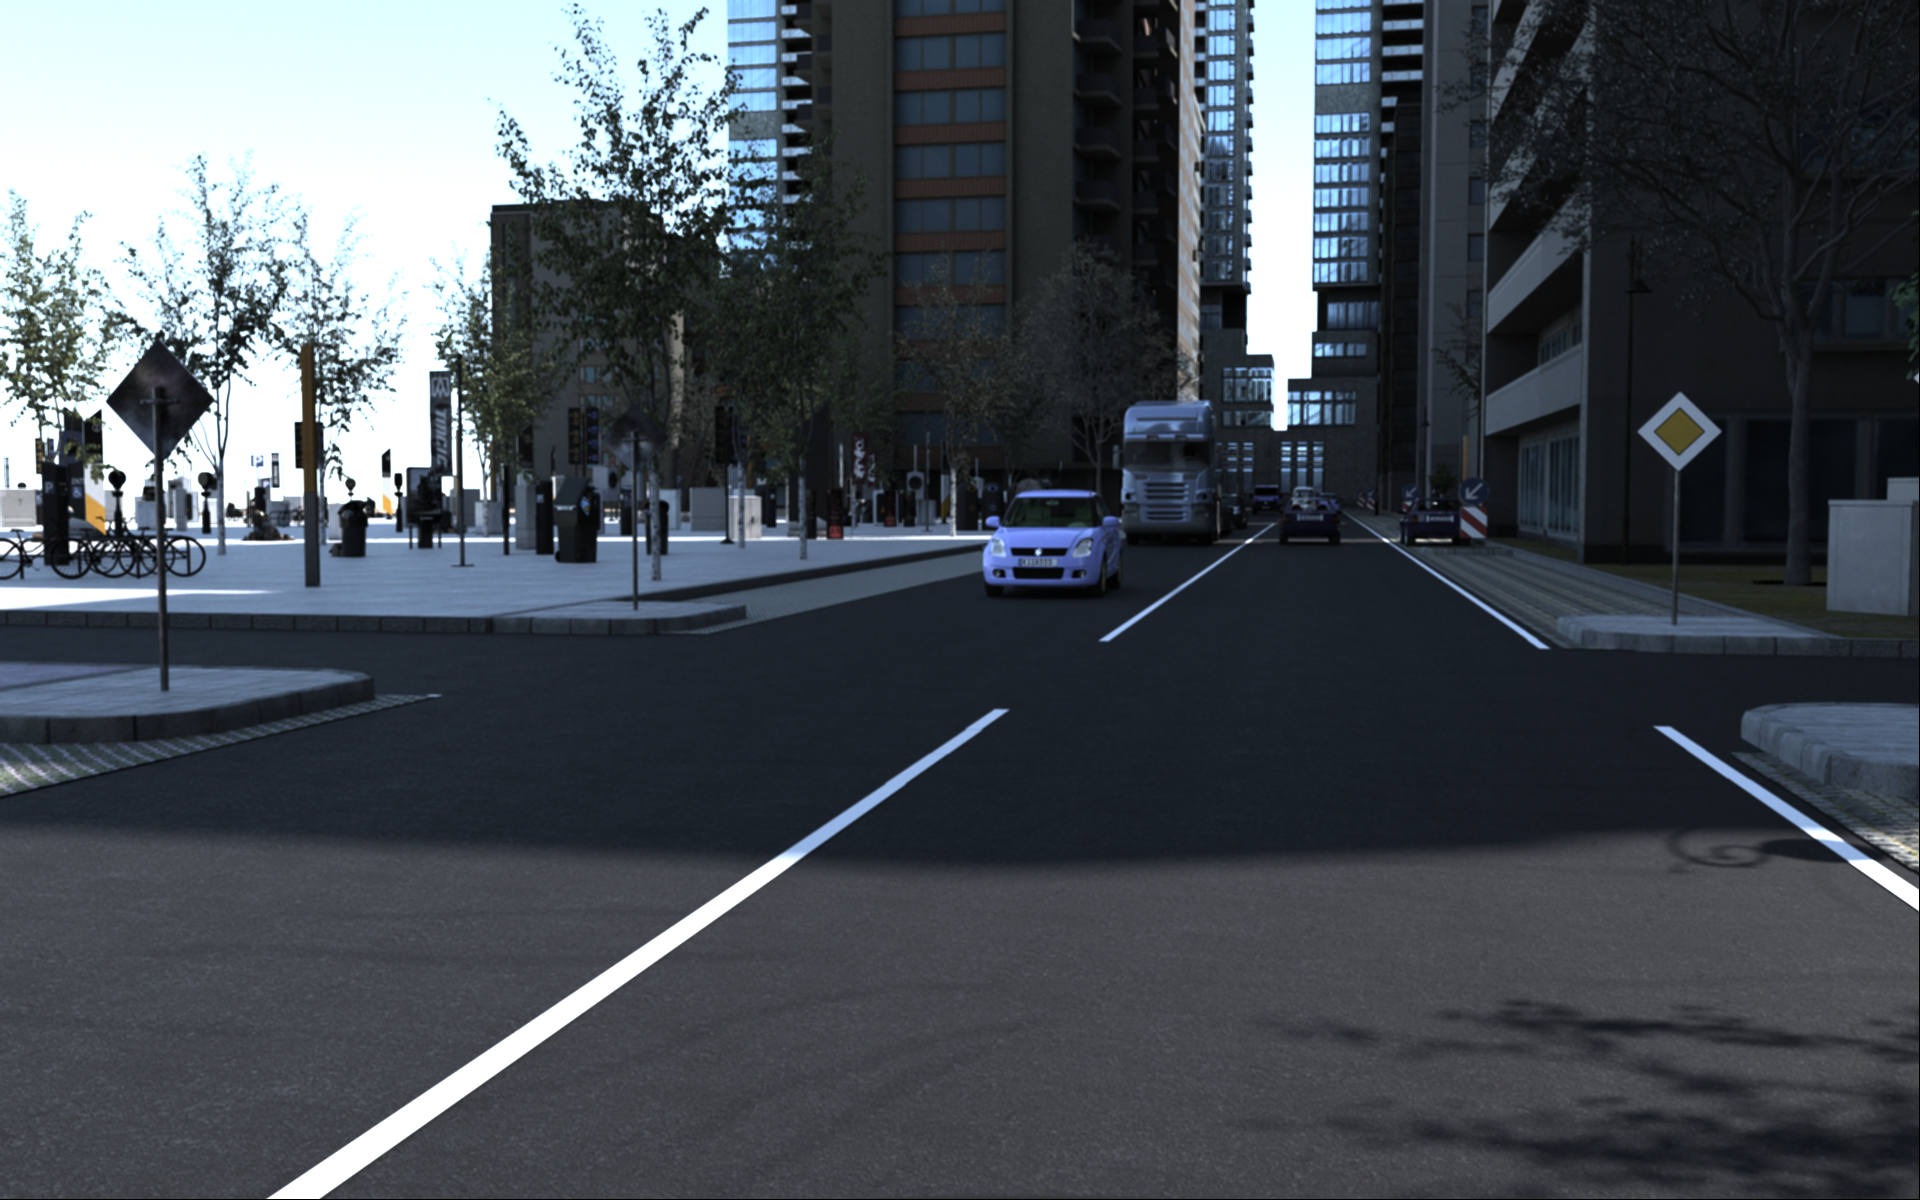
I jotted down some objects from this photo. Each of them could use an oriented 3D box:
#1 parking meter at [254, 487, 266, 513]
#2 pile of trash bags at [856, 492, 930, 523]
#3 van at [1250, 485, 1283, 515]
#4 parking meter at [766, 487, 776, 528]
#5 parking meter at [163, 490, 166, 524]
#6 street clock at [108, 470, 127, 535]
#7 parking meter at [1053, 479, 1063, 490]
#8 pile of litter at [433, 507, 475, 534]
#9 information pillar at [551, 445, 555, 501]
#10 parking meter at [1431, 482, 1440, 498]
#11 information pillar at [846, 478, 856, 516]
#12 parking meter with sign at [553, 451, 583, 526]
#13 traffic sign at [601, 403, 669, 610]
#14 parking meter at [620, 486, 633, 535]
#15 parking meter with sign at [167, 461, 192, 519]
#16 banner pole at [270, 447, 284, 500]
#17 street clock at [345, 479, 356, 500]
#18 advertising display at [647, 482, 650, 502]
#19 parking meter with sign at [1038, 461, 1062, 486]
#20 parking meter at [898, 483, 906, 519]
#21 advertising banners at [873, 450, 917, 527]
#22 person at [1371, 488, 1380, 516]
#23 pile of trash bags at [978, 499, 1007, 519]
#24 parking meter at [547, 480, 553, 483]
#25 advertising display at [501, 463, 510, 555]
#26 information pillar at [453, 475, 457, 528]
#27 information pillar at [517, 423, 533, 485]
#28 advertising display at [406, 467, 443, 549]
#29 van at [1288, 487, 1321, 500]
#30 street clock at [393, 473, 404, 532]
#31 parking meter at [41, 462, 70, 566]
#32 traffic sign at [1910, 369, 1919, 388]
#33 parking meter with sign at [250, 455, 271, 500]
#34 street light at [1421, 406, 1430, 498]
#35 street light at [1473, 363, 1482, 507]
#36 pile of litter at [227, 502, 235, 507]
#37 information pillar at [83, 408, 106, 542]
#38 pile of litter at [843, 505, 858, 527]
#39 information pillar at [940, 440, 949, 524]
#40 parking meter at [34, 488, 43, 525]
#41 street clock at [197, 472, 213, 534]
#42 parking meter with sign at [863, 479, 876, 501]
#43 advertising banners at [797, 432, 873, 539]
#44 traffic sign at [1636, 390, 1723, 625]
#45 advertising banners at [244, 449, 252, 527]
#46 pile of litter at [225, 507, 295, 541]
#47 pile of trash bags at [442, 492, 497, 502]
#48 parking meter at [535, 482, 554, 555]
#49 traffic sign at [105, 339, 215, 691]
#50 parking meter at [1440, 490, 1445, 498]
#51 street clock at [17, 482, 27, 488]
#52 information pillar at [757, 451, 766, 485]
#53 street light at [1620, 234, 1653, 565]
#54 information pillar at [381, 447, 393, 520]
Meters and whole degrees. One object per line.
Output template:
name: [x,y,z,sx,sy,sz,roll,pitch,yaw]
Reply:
parking meter: [-34.885,-4.761,86.249,0.372,1.533,0.369,0,3,0]
pile of trash bags: [-3.047,-4.134,77.342,3.447,1.369,1.912,-1,4,-12]
van: [21.384,-7.117,120.741,2.240,2.365,5.245,1,4,11]
parking meter: [-7.239,-3.549,66.431,0.372,1.533,0.369,0,3,0]
parking meter: [-33.909,-3.982,73.516,0.372,1.533,0.369,0,3,0]
street clock: [-25.521,-2.931,52.491,0.358,2.002,0.471,3,4,37]
parking meter: [3.724,-3.676,65.820,0.255,1.863,0.399,2,4,25]
pile of litter: [-16.638,-2.607,56.583,1.719,0.858,1.176,-3,4,-37]
information pillar: [-19.204,-5.531,81.783,0.183,3.616,0.504,0,4,-2]
parking meter: [23.302,-4.839,84.832,0.255,1.863,0.399,-2,4,-24]
information pillar: [-4.968,-4.556,78.985,0.304,2.012,0.304,-3,5,-43]
parking meter with sign: [-16.078,-4.538,70.451,1.738,3.016,0.543,3,5,42]
traffic sign: [-3.582,-0.944,19.079,0.795,2.450,0.064,1,4,12]
parking meter: [-10.365,-2.777,53.818,0.372,1.533,0.369,0,3,0]
parking meter with sign: [-41.006,-5.757,90.380,1.738,3.016,0.543,-2,4,-30]
banner pole: [-36.055,-6.217,91.667,0.401,3.779,0.863,3,5,44]
street clock: [-28.074,-4.603,79.826,0.471,2.002,0.358,1,4,20]
advertising display: [-16.459,-5.250,91.059,0.123,1.923,0.974,-2,4,-30]
parking meter with sign: [4.466,-5.803,91.135,1.738,3.016,0.543,1,4,21]
parking meter: [-3.004,-5.124,89.489,0.399,1.863,0.255,0,4,5]
advertising banners: [-2.699,-4.360,67.471,2.074,3.025,0.090,0,4,-2]
person: [27.516,-6.483,114.515,0.705,1.823,1.348,0,4,-8]
pile of trash bags: [1.166,-4.833,88.771,1.912,1.369,3.447,-2,4,-27]
parking meter: [-17.237,-4.106,72.848,0.255,1.863,0.399,-1,4,-14]
advertising display: [-9.631,-1.926,36.706,0.123,1.923,0.974,-1,4,-17]
information pillar: [-19.174,-3.774,66.194,0.304,2.012,0.304,-3,4,-38]
information pillar: [-14.242,-4.002,56.781,0.504,3.616,0.183,-2,4,-24]
advertising display: [-12.652,-2.185,40.933,0.123,1.923,0.974,2,4,33]
van: [20.780,-5.957,104.409,2.013,2.044,4.112,1,4,12]
street clock: [-18.937,-3.295,58.448,0.358,2.002,0.471,-1,4,-9]
parking meter: [-16.255,-1.555,31.138,0.399,1.863,0.255,1,4,15]
traffic sign: [5.373,-0.332,9.066,0.795,2.450,0.064,1,4,12]
parking meter with sign: [-30.539,-4.873,75.942,0.543,3.016,1.738,-3,4,-38]
street light: [24.080,-7.151,89.703,0.468,5.910,1.993,1,4,12]
street light: [18.087,-5.356,60.358,0.468,5.910,1.993,1,4,12]
pile of litter: [-40.221,-4.964,95.131,1.719,0.858,1.176,-3,5,-42]
information pillar: [-23.376,-3.391,46.798,0.504,3.616,0.183,-2,4,-32]
pile of litter: [-4.776,-3.332,68.442,1.719,0.858,1.176,-2,4,-23]
information pillar: [-0.639,-5.092,74.608,0.183,3.616,0.504,3,4,37]
parking meter: [-37.948,-3.845,71.273,0.372,1.533,0.369,0,3,0]
street clock: [-24.419,-3.150,56.080,0.471,2.002,0.358,2,4,25]
parking meter with sign: [-4.705,-5.766,90.535,1.738,3.016,0.543,0,4,0]
advertising banners: [-3.564,-3.224,48.894,2.074,3.025,0.090,0,4,6]
traffic sign: [6.986,-0.810,16.887,0.795,2.450,0.064,1,4,12]
advertising banners: [-27.768,-4.361,67.488,0.090,3.025,2.074,-1,4,-17]
pile of litter: [-19.135,-2.061,47.659,1.719,0.858,1.176,2,4,26]
pile of trash bags: [-28.139,-5.452,98.894,3.447,1.369,1.912,-1,4,-23]
parking meter: [-8.826,-1.736,36.795,0.372,1.533,0.369,0,3,0]
traffic sign: [-5.195,-0.466,11.258,0.795,2.450,0.064,1,4,12]
parking meter: [24.158,-4.805,86.968,0.372,1.533,0.369,0,3,0]
street clock: [-56.660,-6.122,104.658,0.471,2.002,0.358,0,4,-6]
information pillar: [-10.413,-6.101,91.107,0.504,3.616,0.183,-1,4,-9]
street light: [11.985,-3.563,31.035,0.468,5.910,1.993,1,4,12]
information pillar: [-28.464,-5.790,86.015,0.504,3.616,0.183,-3,4,-37]
